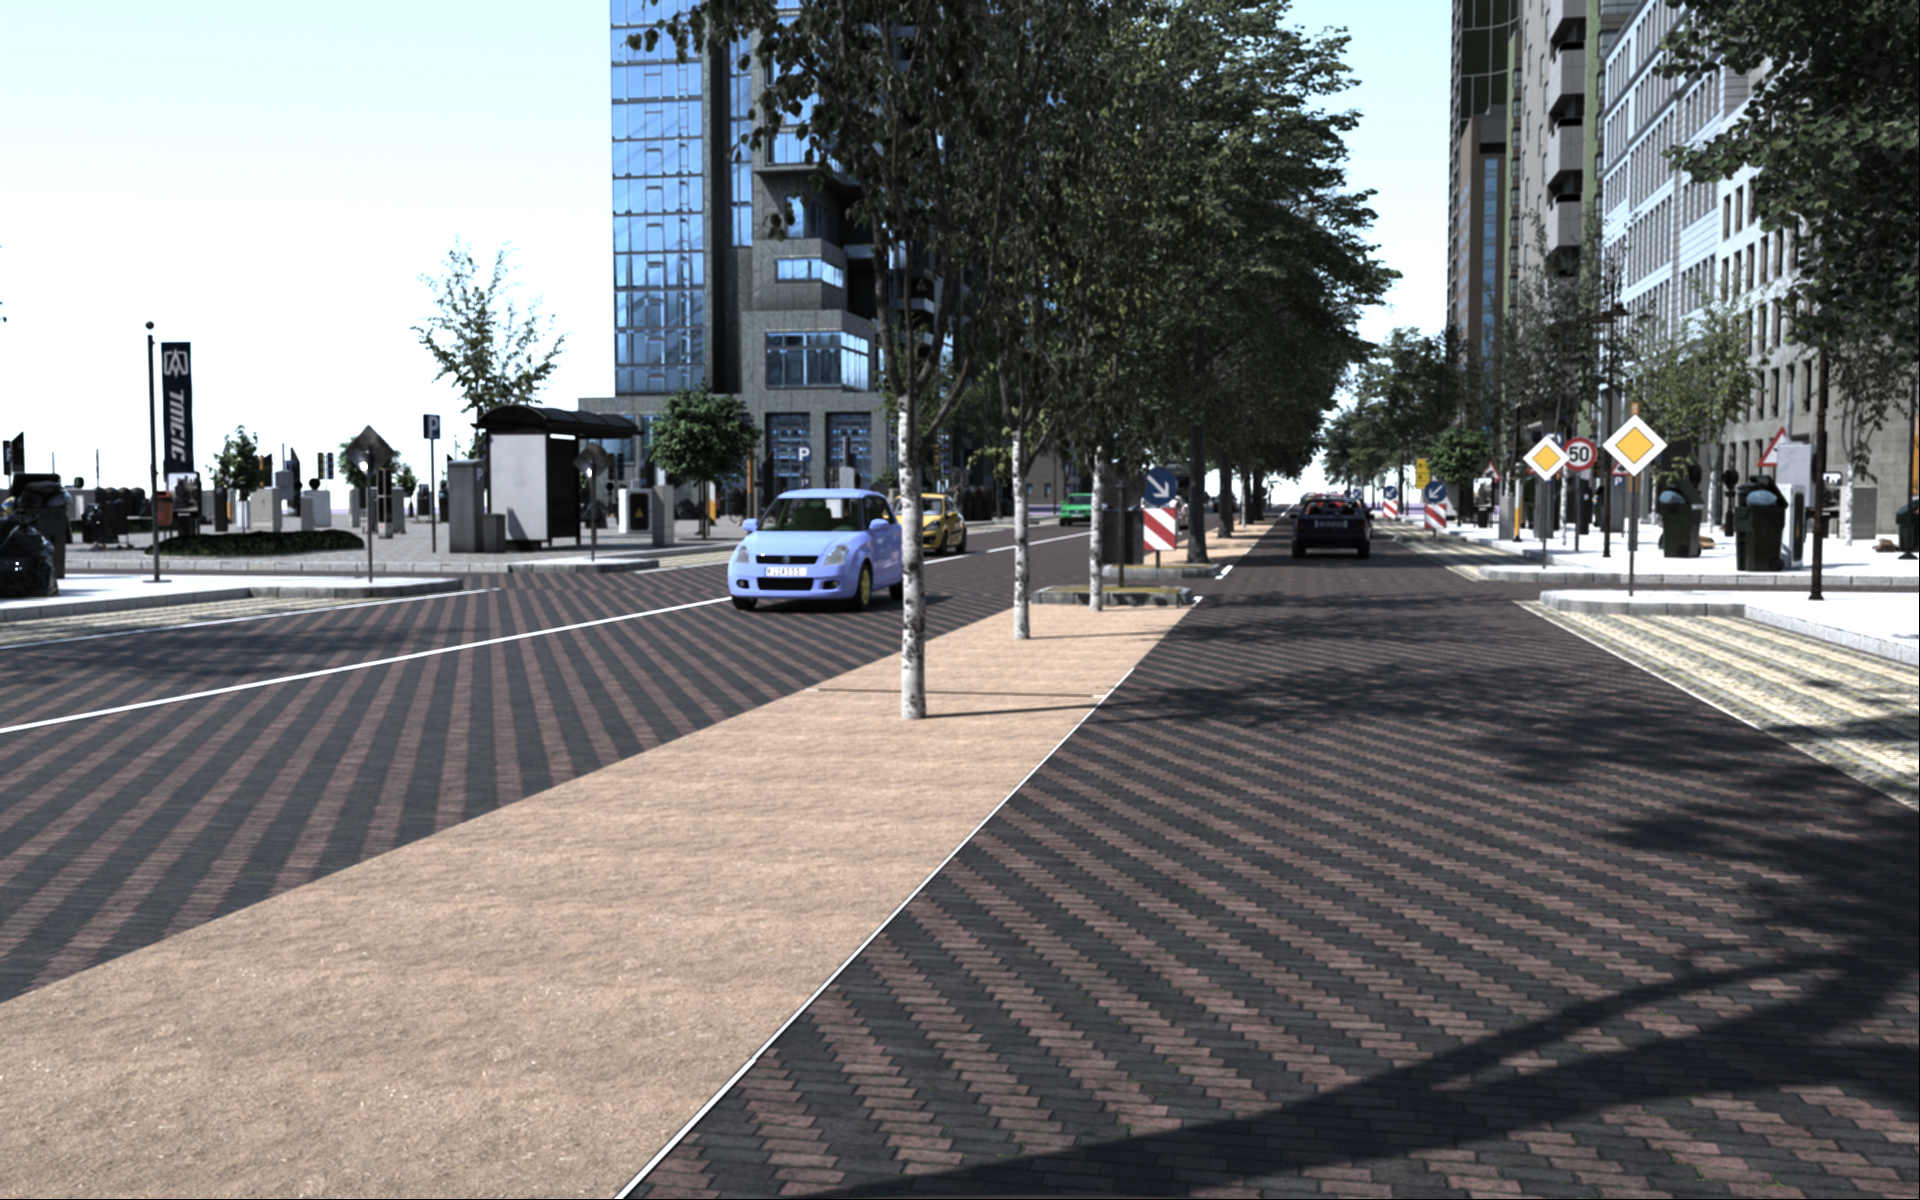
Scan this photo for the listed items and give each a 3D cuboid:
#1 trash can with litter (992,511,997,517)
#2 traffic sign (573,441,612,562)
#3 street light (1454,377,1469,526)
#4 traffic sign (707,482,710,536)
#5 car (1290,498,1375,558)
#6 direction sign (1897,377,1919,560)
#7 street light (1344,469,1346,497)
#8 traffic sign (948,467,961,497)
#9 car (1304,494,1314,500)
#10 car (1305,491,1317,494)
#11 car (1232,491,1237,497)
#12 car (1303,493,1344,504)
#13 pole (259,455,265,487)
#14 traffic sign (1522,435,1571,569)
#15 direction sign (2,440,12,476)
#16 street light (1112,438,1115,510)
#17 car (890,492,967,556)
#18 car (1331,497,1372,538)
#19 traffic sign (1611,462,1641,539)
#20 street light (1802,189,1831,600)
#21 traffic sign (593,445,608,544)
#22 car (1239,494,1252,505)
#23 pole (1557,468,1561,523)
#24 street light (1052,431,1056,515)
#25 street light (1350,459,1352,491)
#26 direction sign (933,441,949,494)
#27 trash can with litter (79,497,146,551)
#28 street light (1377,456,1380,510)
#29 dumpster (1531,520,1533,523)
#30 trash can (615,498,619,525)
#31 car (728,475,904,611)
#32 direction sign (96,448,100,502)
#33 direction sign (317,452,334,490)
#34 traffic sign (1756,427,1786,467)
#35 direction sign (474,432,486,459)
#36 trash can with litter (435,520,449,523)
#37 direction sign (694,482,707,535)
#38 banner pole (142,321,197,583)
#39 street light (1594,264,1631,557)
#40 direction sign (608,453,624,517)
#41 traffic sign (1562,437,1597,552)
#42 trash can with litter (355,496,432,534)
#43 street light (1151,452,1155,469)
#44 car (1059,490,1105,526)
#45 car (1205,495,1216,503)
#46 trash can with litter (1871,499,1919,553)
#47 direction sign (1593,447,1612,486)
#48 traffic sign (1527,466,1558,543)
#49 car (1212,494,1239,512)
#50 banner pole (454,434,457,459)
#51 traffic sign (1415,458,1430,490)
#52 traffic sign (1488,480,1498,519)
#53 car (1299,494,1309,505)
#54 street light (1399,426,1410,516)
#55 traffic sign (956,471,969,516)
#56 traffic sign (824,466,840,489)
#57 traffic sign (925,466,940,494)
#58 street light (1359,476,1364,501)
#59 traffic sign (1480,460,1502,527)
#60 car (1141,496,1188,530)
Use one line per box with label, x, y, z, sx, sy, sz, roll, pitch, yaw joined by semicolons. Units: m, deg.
trash can with litter;1.585;-5.166;95.859;1.055;1.170;0.624;-1;4;-21
traffic sign;-6.964;-1.784;32.811;0.795;2.450;0.064;1;4;11
street light;19.842;-5.864;68.662;0.468;5.910;1.993;1;4;11
traffic sign;-7.649;-3.210;52.586;0.768;2.556;0.104;1;4;16
car;8.600;-1.683;40.090;1.945;1.354;3.894;1;4;12
direction sign;18.618;-2.563;33.902;0.379;3.537;0.876;2;4;26
street light;57.521;-17.509;259.062;0.468;5.910;1.993;1;4;11
traffic sign;-0.271;-4.910;80.380;0.768;2.556;0.104;1;4;19
car;36.351;-10.240;177.646;2.015;1.641;3.980;1;4;11
car;49.138;-14.316;242.738;2.281;1.827;5.304;1;4;9
car;36.662;-13.946;236.696;2.281;1.827;5.304;1;4;11
car;16.269;-4.126;76.499;2.155;1.783;4.494;1;4;10
pole;-36.108;-5.859;89.644;0.158;3.312;0.155;0;3;0
traffic sign;9.948;-1.578;29.449;0.795;2.450;0.064;1;4;11
direction sign;-39.923;-4.957;73.050;0.379;3.537;0.876;2;4;25
street light;12.579;-10.355;142.096;0.468;5.910;1.993;1;4;11
car;-0.950;-1.898;41.250;2.015;1.641;3.980;1;4;10
car;12.865;-2.788;58.161;1.945;1.354;3.894;1;4;9
traffic sign;19.136;-3.054;49.931;0.884;2.594;0.081;1;4;13
street light;10.378;-2.938;20.818;0.468;5.910;1.993;1;4;11
traffic sign;-9.373;-2.709;44.401;0.768;2.556;0.104;1;4;15
car;33.357;-11.676;200.493;1.945;1.707;3.694;1;4;13
pole;24.392;-4.692;70.549;0.158;3.312;0.155;0;3;0
street light;5.953;-8.299;108.477;0.468;5.910;1.993;1;4;11
street light;50.891;-15.441;225.239;0.468;5.910;1.993;1;4;11
direction sign;-0.811;-5.025;74.149;0.876;3.537;0.379;3;4;37
trash can with litter;-18.979;-1.757;39.778;2.233;1.210;1.678;-2;4;-25
street light;34.525;-10.391;142.678;0.468;5.910;1.993;1;4;11
dumpster;24.566;-4.263;75.459;1.264;1.857;1.865;1;4;11
trash can;-13.377;-3.508;69.008;0.748;1.137;0.748;0;3;0
car;-1.762;-0.788;22.472;1.945;1.707;3.694;1;4;10
direction sign;-42.857;-5.759;86.160;0.379;3.537;0.876;-2;4;-30
direction sign;-34.347;-6.229;93.834;0.876;3.537;0.379;0;4;2
traffic sign;15.887;-2.052;33.559;0.884;2.594;0.081;1;4;14
direction sign;-17.468;-4.352;63.154;0.379;3.537;0.876;-3;5;-43
trash can with litter;-23.148;-3.978;76.098;2.233;1.210;1.678;-2;4;-28
direction sign;-8.183;-3.822;54.494;0.379;3.537;0.876;-2;4;-29
banner pole;-11.473;-2.145;25.096;0.863;3.779;0.401;0;4;7
street light;13.116;-3.802;34.948;0.468;5.910;1.993;1;4;11
direction sign;-19.156;-6.395;96.552;0.876;3.537;0.379;-2;4;-25
traffic sign;13.787;-2.357;38.635;0.768;2.556;0.104;1;4;18
trash can with litter;-18.478;-2.732;55.732;2.233;1.210;1.678;2;4;26
street light;19.562;-12.472;176.712;0.468;5.910;1.993;1;4;11
car;5.559;-4.262;78.478;1.959;1.807;4.718;1;4;10
car;35.930;-14.411;248.193;1.945;1.354;3.894;1;4;10
trash can with litter;20.654;-1.628;37.997;1.055;1.170;0.624;0;4;-1
direction sign;31.015;-5.606;83.655;0.876;3.537;0.379;0;4;-6
traffic sign;15.396;-2.801;45.806;0.884;2.594;0.081;1;4;12
car;21.287;-7.935;138.770;2.155;1.783;4.494;1;4;12
banner pole;-21.161;-5.059;72.736;0.401;3.779;0.863;-1;4;-17
traffic sign;26.638;-6.302;96.905;2.265;3.308;0.079;1;4;14
traffic sign;25.554;-5.119;83.702;0.884;2.594;0.081;1;4;20
car;44.880;-12.974;223.925;2.131;1.459;4.920;1;4;13
street light;27.857;-8.338;109.112;0.468;5.910;1.993;1;4;11
traffic sign;0.093;-4.615;77.586;0.606;2.300;0.079;1;4;19
traffic sign;-4.737;-3.791;64.118;0.606;2.300;0.079;1;4;14
traffic sign;-1.166;-4.666;76.388;0.768;2.556;0.104;1;4;14
street light;44.123;-13.348;191.031;0.468;5.910;1.993;1;4;11
traffic sign;20.315;-4.062;66.411;0.884;2.594;0.081;1;4;20
car;8.423;-3.596;71.158;2.083;1.381;4.827;1;4;12
